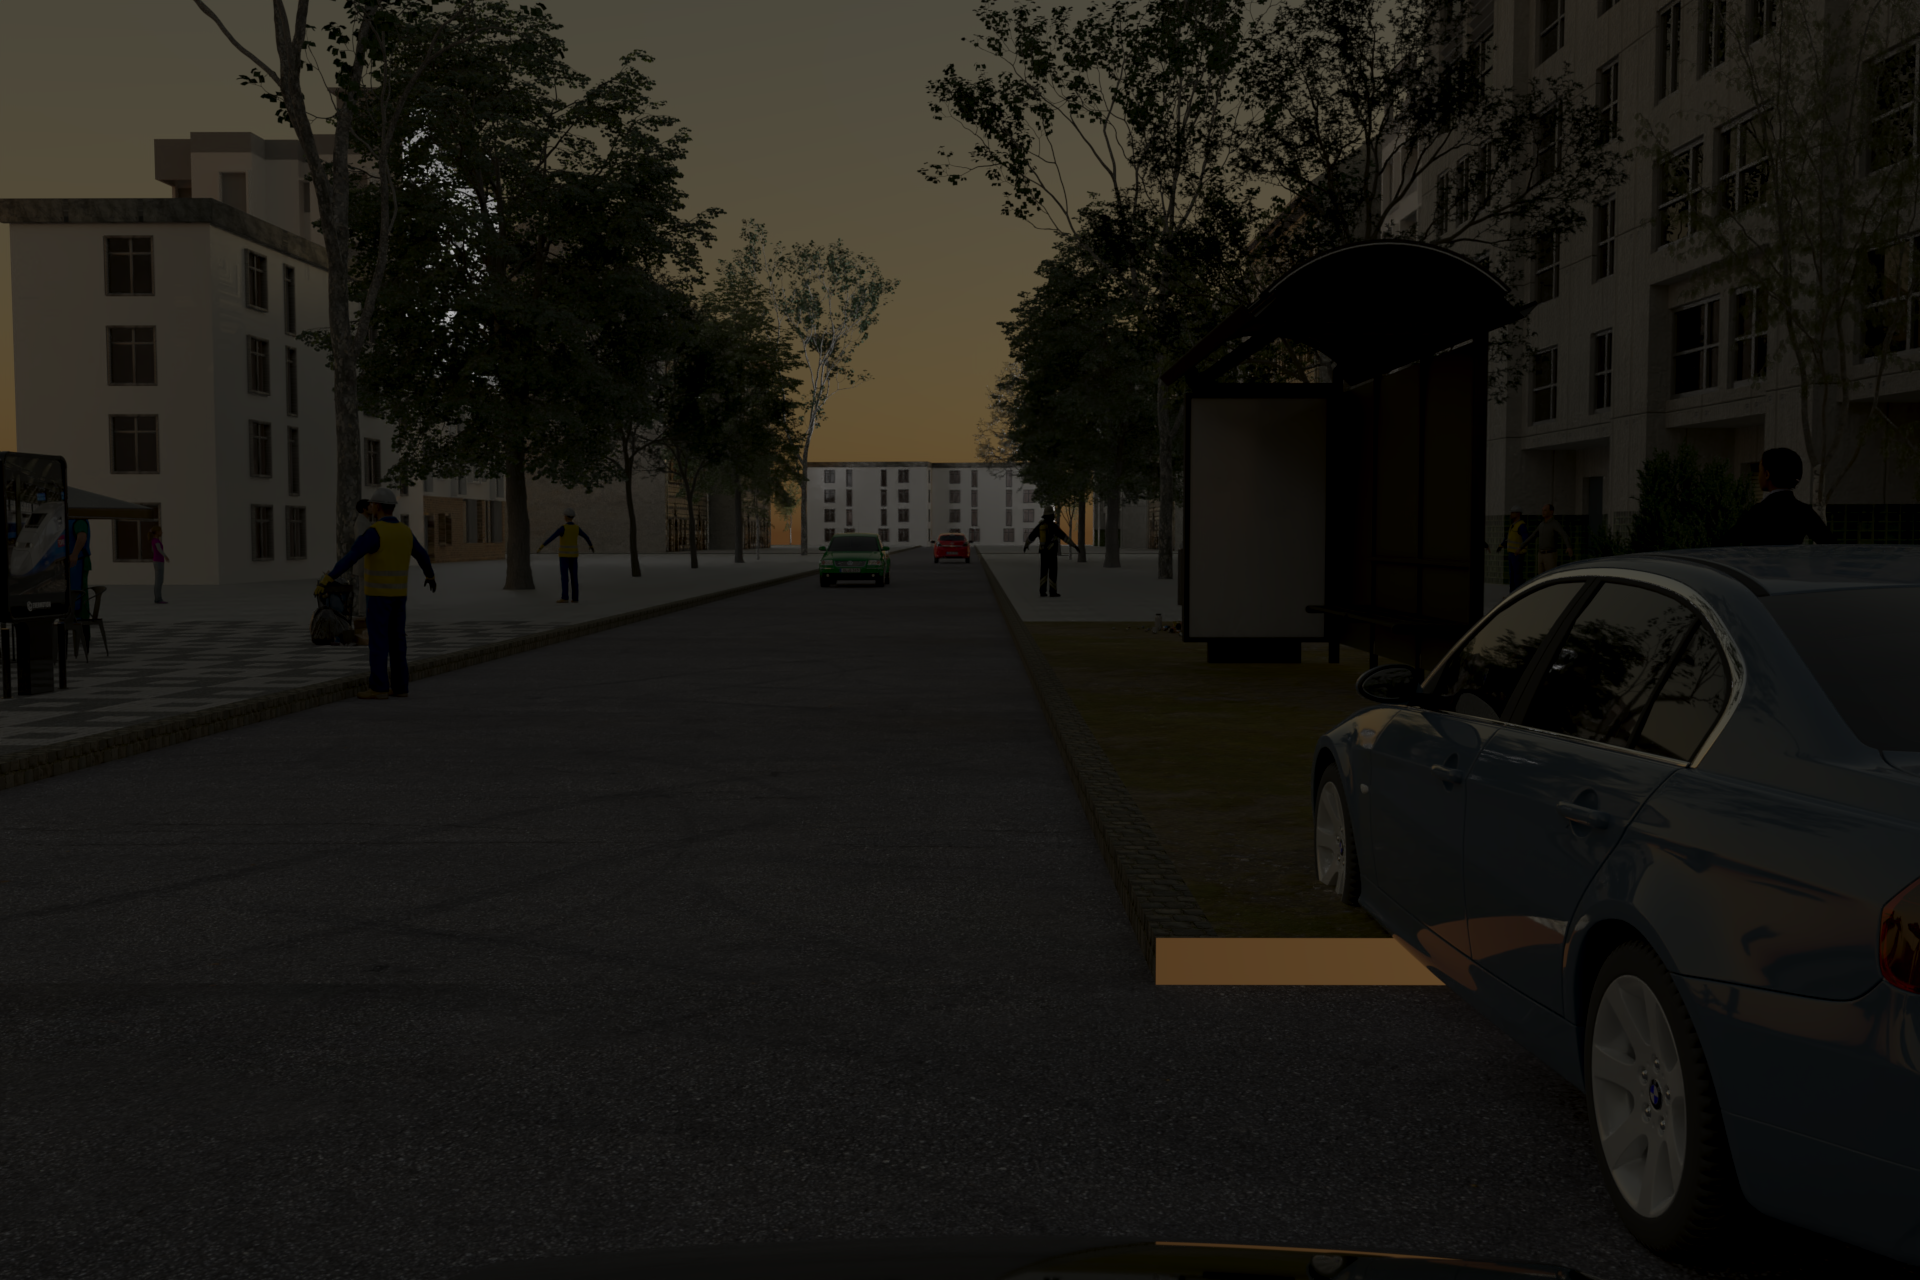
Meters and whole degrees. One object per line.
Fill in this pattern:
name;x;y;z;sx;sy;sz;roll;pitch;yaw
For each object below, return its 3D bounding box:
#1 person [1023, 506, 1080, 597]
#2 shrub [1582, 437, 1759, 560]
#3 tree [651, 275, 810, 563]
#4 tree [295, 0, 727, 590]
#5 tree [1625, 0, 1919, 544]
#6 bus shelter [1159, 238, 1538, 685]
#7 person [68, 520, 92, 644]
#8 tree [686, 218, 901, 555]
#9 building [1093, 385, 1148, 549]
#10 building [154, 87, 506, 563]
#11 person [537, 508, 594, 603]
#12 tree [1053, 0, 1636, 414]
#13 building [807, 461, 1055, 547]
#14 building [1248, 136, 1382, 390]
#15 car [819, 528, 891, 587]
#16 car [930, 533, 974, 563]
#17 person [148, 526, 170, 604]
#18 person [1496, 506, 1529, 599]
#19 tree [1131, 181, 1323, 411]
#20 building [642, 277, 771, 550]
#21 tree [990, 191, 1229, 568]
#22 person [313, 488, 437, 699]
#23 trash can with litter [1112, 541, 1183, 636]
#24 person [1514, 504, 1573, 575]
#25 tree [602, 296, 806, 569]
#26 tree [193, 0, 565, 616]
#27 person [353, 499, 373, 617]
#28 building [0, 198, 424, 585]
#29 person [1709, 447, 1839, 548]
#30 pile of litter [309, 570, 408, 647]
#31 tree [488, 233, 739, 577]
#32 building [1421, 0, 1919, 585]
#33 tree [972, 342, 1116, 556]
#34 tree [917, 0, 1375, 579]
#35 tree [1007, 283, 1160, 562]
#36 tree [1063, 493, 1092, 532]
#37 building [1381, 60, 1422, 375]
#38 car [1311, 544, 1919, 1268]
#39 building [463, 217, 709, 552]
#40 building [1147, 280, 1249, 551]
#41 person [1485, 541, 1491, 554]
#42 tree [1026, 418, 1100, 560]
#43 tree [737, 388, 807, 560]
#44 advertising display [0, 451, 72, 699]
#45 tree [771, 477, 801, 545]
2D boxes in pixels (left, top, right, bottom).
person;1.830;-1.813;35.414;1.354;1.856;0.705;2;4;35
shrub;5.512;-0.538;13.208;1.690;2.028;1.600;0;3;0
tree;-10.185;-9.683;76.443;7.486;12.596;7.792;0;3;0
tree;-10.226;-8.135;39.661;9.857;13.997;8.962;0;3;0
tree;9.854;-4.231;19.543;4.360;8.622;3.978;0;3;0
bus shelter;2.971;-1.269;14.665;2.014;3.302;5.546;0;4;1
person;-10.392;-0.868;20.317;0.704;1.817;1.347;-2;4;-31
tree;-10.306;-15.209;104.564;12.611;20.169;13.585;0;3;0
building;22.525;-18.431;167.810;16.747;18.905;31.486;0;4;0
building;-28.049;-13.359;74.839;16.016;20.090;11.380;0;4;0
person;-7.338;-1.581;32.321;1.216;1.772;0.721;-3;5;-45
tree;5.677;-5.667;27.066;8.767;10.594;7.601;0;4;-4
building;-3.180;-15.669;200.789;28.070;9.664;9.099;0;4;7
building;24.747;-15.474;83.921;19.493;23.208;18.063;0;3;0
car;-2.899;-2.408;48.175;1.959;1.807;4.718;0;4;0
car;-0.396;-4.715;86.135;2.155;1.783;4.494;0;4;0
person;-14.702;-1.385;31.911;0.599;1.433;0.991;-2;4;-34
person;10.819;-1.702;33.792;0.705;1.833;1.349;0;4;-4
tree;5.658;-5.254;36.259;4.737;8.622;4.395;0;3;0
building;-26.785;-19.479;149.405;19.493;23.208;18.063;0;4;1
tree;5.922;-9.747;66.014;9.857;13.997;8.962;0;3;0
person;-5.037;-0.410;15.136;0.705;1.833;1.349;2;4;28
trash can with litter;2.903;-0.698;22.476;1.678;1.210;2.233;0;4;-1
person;10.114;-1.444;29.877;0.705;1.796;1.348;-2;4;-24
tree;-9.967;-7.960;64.562;8.767;10.594;7.601;-1;4;-17
tree;-10.509;-10.376;25.531;12.611;20.169;13.585;0;3;0
person;-8.893;-1.212;26.003;0.705;1.806;1.347;-1;4;-14
building;-23.004;-7.055;57.505;9.099;9.664;28.070;0;4;1
person;4.296;-0.157;9.294;1.216;1.740;0.721;-1;4;-20
pile of litter;-7.156;-0.404;20.577;1.176;0.858;1.719;0;4;1
tree;-10.050;-7.175;51.723;7.601;10.594;8.767;0;4;5
building;22.150;-10.372;36.047;16.747;18.905;31.486;0;3;0
tree;5.759;-11.691;101.509;12.009;13.543;11.850;0;3;0
tree;4.909;-11.738;47.807;12.611;20.169;13.585;0;3;0
tree;5.750;-9.758;77.668;7.486;12.596;7.792;0;3;0
tree;14.093;-15.328;200.974;4.360;8.622;3.978;0;3;0
building;22.229;-13.034;69.522;16.016;20.090;11.380;0;3;0
car;2.200;0.445;4.720;2.014;1.417;4.499;0;4;-1
building;-29.545;-18.238;129.119;19.493;23.208;18.063;0;4;1
building;25.249;-18.780;137.983;19.493;23.208;18.063;0;4;0
person;9.626;-1.676;33.595;1.347;1.806;0.705;0;4;4
tree;5.352;-8.298;86.039;4.737;8.622;4.395;0;3;0
tree;-10.234;-8.265;85.498;4.360;8.622;3.978;0;3;0
advertising display;-7.433;-0.530;13.878;0.123;1.923;0.974;0;4;0
tree;-20.223;-15.501;203.799;4.737;8.622;4.395;0;3;0
